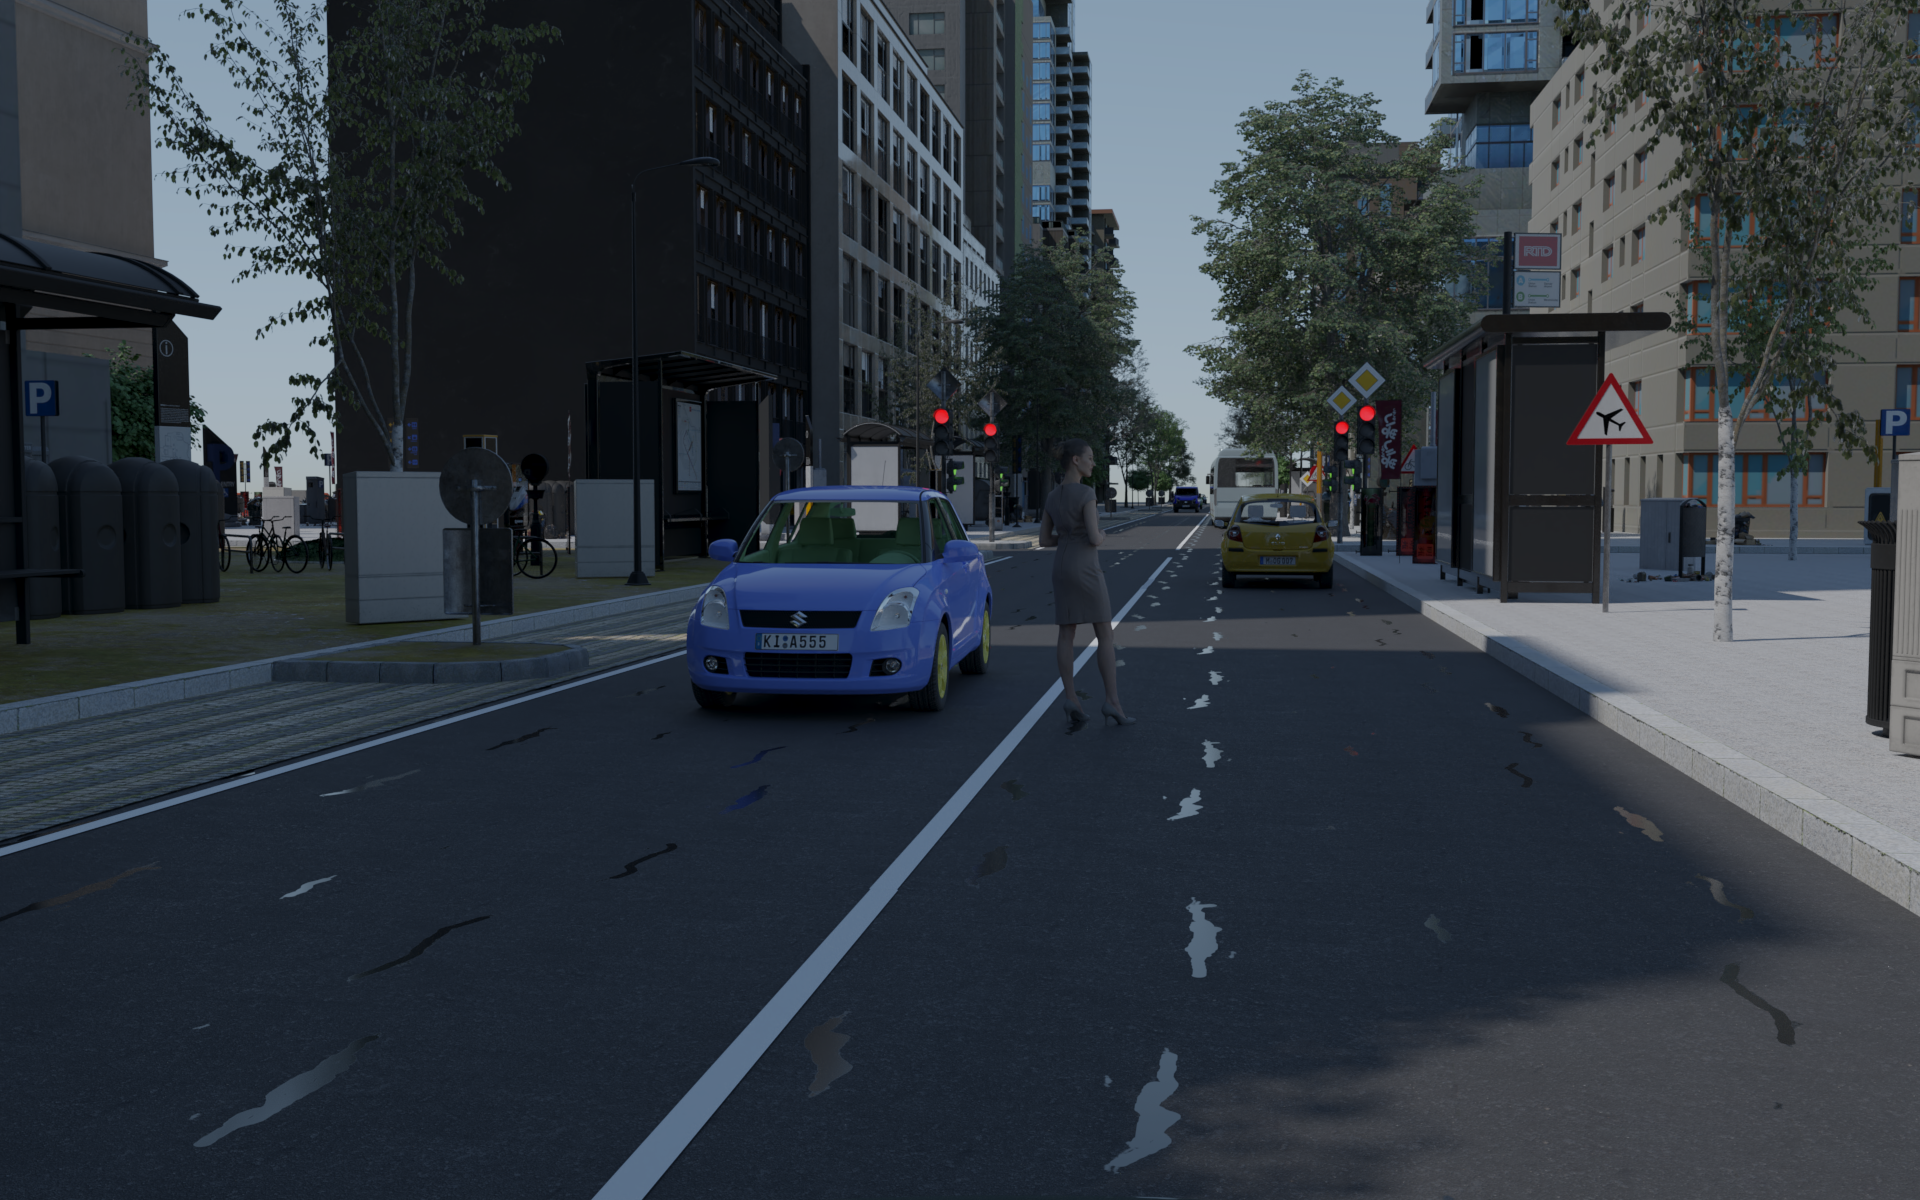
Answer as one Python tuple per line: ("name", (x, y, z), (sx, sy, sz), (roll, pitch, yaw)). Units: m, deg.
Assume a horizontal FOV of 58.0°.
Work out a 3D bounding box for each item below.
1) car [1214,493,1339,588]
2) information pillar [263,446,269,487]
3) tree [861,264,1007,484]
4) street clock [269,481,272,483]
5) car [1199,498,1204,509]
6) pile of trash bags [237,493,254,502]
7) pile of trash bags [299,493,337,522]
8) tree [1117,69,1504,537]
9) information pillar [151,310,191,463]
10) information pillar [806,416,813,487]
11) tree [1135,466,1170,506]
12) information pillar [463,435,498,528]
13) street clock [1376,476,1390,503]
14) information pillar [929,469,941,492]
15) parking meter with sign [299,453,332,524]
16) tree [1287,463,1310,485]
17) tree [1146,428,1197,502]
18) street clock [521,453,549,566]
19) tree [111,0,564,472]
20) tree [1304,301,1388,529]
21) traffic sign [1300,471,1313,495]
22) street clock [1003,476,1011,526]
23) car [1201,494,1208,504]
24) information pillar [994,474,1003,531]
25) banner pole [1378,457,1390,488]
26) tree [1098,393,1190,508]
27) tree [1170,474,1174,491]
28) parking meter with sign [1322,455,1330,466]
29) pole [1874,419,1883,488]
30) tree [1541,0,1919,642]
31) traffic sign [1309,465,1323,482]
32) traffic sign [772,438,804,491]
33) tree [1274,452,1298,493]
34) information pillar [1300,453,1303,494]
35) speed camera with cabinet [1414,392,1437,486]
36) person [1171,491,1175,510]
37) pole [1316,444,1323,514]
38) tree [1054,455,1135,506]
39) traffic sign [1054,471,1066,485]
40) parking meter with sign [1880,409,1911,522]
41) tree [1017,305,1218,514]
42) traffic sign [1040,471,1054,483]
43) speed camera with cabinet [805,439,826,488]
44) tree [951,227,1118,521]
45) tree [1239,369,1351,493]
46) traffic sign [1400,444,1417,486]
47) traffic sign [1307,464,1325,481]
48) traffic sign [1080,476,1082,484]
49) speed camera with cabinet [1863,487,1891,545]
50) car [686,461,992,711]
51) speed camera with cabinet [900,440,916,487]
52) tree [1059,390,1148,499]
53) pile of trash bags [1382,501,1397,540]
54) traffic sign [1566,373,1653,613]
("car", (5.077, -1.076, 27.811), (2.015, 1.641, 3.980), (1, 4, 10))
("information pillar", (-34.146, -5.742, 85.240), (0.183, 3.616, 0.504), (0, 4, 1))
("tree", (-0.604, -6.493, 56.528), (4.360, 8.622, 3.978), (0, 3, 0))
("street clock", (-39.522, -5.803, 99.451), (0.471, 2.002, 0.358), (-3, 5, -40))
("car", (22.086, -9.495, 164.036), (1.959, 1.807, 4.718), (0, 4, 8))
("pile of trash bags", (-46.861, -6.510, 116.188), (3.447, 1.369, 1.912), (-2, 4, -31))
("pile of trash bags", (-28.578, -4.273, 79.623), (3.447, 1.369, 1.912), (-3, 5, -44))
("tree", (11.426, -8.886, 51.948), (9.857, 13.997, 8.962), (0, 3, 0))
("information pillar", (-9.683, -1.831, 21.291), (0.183, 3.616, 0.504), (2, 4, 24))
("information pillar", (-4.488, -3.685, 51.608), (0.183, 3.616, 0.504), (-1, 4, -21))
("tree", (19.598, -12.593, 189.608), (4.285, 4.588, 4.351), (0, 3, 0))
("information pillar", (-5.979, -1.049, 21.646), (0.304, 2.012, 0.304), (1, 4, 18))
("street clock", (16.668, -3.896, 68.268), (0.471, 2.002, 0.358), (-1, 4, -17))
("information pillar", (-0.717, -2.887, 51.698), (0.304, 2.012, 0.304), (3, 5, 41))
("parking meter with sign", (-27.704, -4.782, 74.453), (1.738, 3.016, 0.543), (2, 4, 24))
("tree", (20.704, -6.806, 105.884), (1.663, 3.219, 1.824), (0, 3, 0))
("tree", (33.422, -21.962, 276.082), (9.611, 12.733, 9.660), (0, 3, 0))
("street clock", (-7.600, -1.617, 31.015), (0.471, 2.002, 0.358), (0, 4, -4))
("tree", (-6.228, -4.156, 18.312), (4.360, 8.622, 3.978), (0, 3, 0))
("tree", (14.111, -6.898, 63.137), (4.360, 8.622, 3.978), (0, 3, 0))
("traffic sign", (17.391, -5.231, 86.715), (0.795, 2.450, 0.064), (1, 4, 11))
("street clock", (1.909, -4.019, 70.274), (0.358, 2.002, 0.471), (0, 4, 7))
("car", (34.474, -14.568, 247.973), (2.009, 1.686, 4.222), (0, 4, 7))
("information pillar", (1.339, -3.437, 60.691), (0.304, 2.012, 0.304), (0, 4, -2))
("banner pole", (19.158, -5.412, 78.504), (0.401, 3.779, 0.863), (-3, 4, -37))
("tree", (15.528, -14.523, 163.208), (9.928, 11.665, 9.643), (0, 3, 0))
("tree", (25.267, -14.463, 220.185), (4.285, 4.588, 4.351), (0, 3, 0))
("parking meter with sign", (16.891, -4.968, 77.481), (0.543, 3.016, 1.738), (-2, 4, -33))
("pole", (25.107, -3.274, 47.375), (0.158, 3.312, 0.155), (0, 3, 0))
("tree", (6.797, -3.931, 14.640), (4.360, 8.622, 3.978), (0, 3, 0))
("traffic sign", (15.455, -4.562, 74.702), (0.768, 2.556, 0.104), (1, 4, 17))
("traffic sign", (-3.899, -2.391, 39.201), (0.768, 2.556, 0.104), (1, 4, 16))
("tree", (25.582, -9.462, 138.418), (4.285, 4.588, 4.351), (0, 3, 0))
("information pillar", (18.063, -6.139, 91.732), (0.183, 3.616, 0.504), (1, 4, 17))
("speed camera with cabinet", (9.803, -2.382, 33.288), (2.038, 3.252, 0.660), (3, 5, 40))
("person", (18.867, -8.800, 153.323), (0.756, 1.711, 0.436), (-3, 4, -36))
("pole", (13.773, -4.436, 66.364), (0.158, 3.312, 0.155), (0, 3, 0))
("tree", (7.073, -7.213, 101.645), (4.285, 4.588, 4.351), (0, 3, 0))
("traffic sign", (5.528, -5.781, 94.630), (0.768, 2.556, 0.104), (1, 4, 12))
("parking meter with sign", (18.980, -2.355, 34.770), (0.543, 3.016, 1.738), (1, 4, 13))
("tree", (8.490, -12.361, 112.469), (12.009, 13.543, 11.850), (0, 3, 0))
("traffic sign", (4.566, -5.550, 90.851), (0.768, 2.556, 0.104), (1, 4, 18))
("speed camera with cabinet", (-5.566, -4.181, 62.690), (0.660, 3.252, 2.038), (-2, 4, -33))
("tree", (4.064, -10.820, 83.565), (9.857, 13.997, 8.962), (0, 3, 0))
("tree", (21.554, -10.828, 111.451), (7.601, 10.594, 8.767), (0, 4, 5))
("traffic sign", (11.850, -2.770, 45.285), (0.884, 2.594, 0.081), (1, 4, 17))
("traffic sign", (14.699, -4.354, 71.197), (0.884, 2.594, 0.081), (1, 4, 13))
("traffic sign", (6.204, -5.520, 92.383), (0.606, 2.300, 0.079), (1, 4, 18))
("speed camera with cabinet", (23.413, -2.957, 42.683), (0.660, 3.252, 2.038), (-2, 4, -28))
("car", (-0.776, -0.186, 12.635), (1.945, 1.707, 3.694), (0, 4, 8))
("speed camera with cabinet", (-1.644, -4.229, 63.478), (0.660, 3.252, 2.038), (-2, 4, -31))
("tree", (11.313, -12.405, 137.238), (7.601, 10.594, 8.767), (-1, 4, -22))
("pile of trash bags", (12.658, -2.375, 48.582), (1.912, 1.369, 3.447), (0, 4, -5))
("traffic sign", (6.989, -1.142, 18.680), (0.884, 2.594, 0.081), (1, 4, 13))
